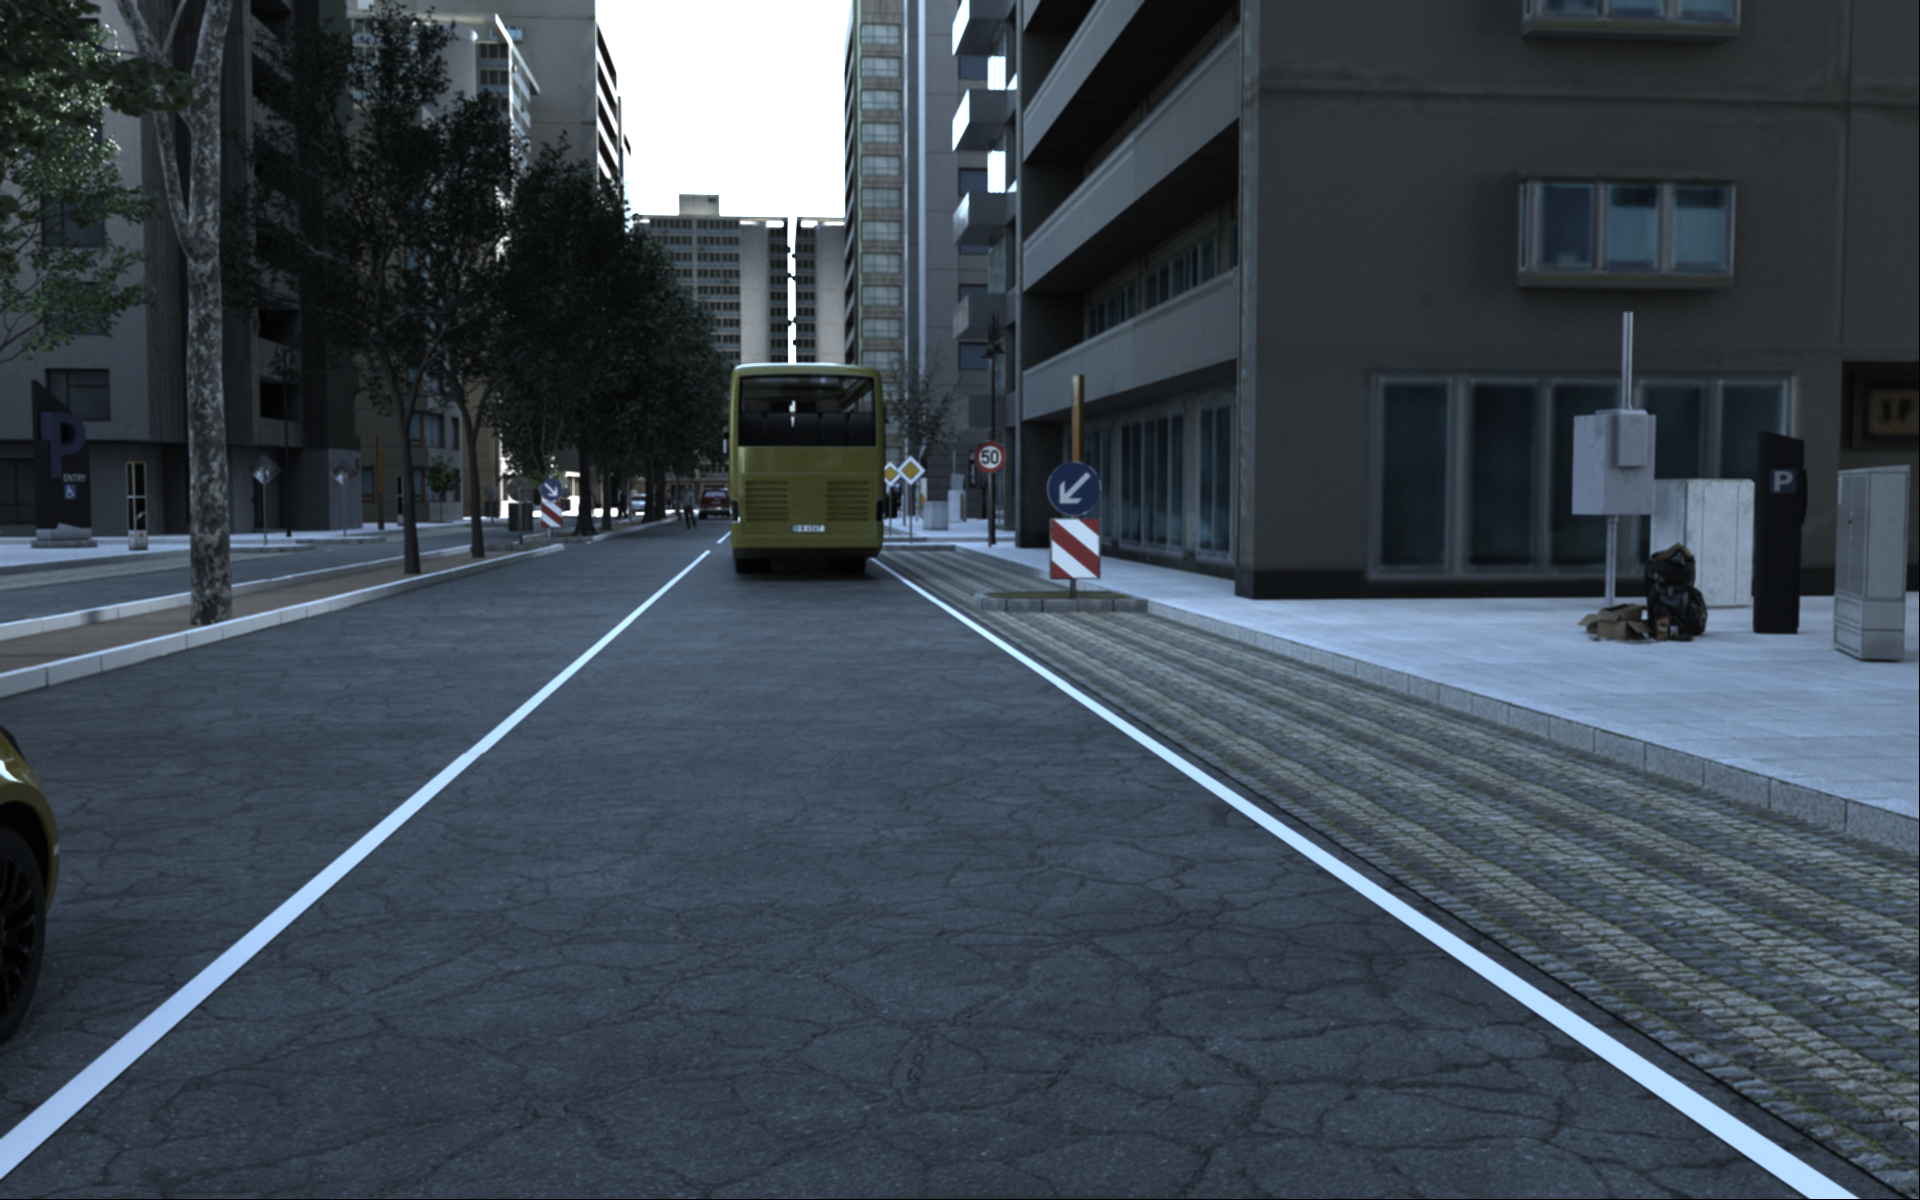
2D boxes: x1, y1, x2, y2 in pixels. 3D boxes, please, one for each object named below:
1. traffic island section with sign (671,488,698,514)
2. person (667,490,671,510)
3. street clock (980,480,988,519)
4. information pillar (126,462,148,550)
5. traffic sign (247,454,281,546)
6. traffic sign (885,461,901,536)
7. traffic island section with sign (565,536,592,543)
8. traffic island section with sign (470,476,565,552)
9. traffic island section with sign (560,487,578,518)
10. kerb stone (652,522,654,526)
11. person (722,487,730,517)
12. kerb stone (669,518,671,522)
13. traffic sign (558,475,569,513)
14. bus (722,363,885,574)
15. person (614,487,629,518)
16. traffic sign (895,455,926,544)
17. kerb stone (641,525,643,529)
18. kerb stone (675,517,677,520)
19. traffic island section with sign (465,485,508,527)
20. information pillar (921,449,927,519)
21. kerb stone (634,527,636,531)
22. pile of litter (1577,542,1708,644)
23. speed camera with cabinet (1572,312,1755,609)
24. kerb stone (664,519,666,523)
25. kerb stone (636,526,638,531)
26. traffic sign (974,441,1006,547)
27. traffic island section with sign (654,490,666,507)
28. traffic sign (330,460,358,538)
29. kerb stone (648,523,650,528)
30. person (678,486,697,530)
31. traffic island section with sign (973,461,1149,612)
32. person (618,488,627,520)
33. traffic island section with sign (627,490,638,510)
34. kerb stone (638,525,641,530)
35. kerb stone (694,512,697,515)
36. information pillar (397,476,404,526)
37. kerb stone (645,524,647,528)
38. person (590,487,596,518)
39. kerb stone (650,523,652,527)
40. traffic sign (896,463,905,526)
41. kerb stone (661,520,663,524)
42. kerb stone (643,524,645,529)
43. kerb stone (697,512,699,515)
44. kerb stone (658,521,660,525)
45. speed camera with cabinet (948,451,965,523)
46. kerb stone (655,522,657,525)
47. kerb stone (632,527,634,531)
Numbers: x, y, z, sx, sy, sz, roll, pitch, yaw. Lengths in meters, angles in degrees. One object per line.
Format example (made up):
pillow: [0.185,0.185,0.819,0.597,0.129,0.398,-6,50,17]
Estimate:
traffic island section with sign: [-19.979,-7.204,125.917,2.006,1.907,1.989,0,4,-6]
person: [-25.663,-8.833,152.929,0.705,1.823,1.348,-1,4,-11]
street clock: [1.237,-5.129,88.433,0.471,2.002,0.358,-2,4,-24]
information pillar: [-18.794,-2.145,39.559,0.304,2.012,0.304,3,4,37]
traffic sign: [-17.225,-2.401,42.900,0.795,2.450,0.064,0,4,-6]
traffic sign: [-2.117,-2.989,52.517,0.795,2.450,0.064,0,4,-6]
traffic island section with sign: [-11.990,-2.634,51.203,2.006,1.907,1.989,0,4,-6]
traffic island section with sign: [-11.213,-2.183,43.836,2.006,1.907,1.989,0,4,-6]
traffic island section with sign: [-23.257,-5.723,102.201,1.989,1.847,2.006,0,4,-6]
kerb stone: [-13.493,-3.233,75.093,0.120,0.150,1.000,0,4,-6]
person: [-14.504,-6.106,107.701,0.648,1.900,0.474,0,4,-1]
kerb stone: [-14.800,-3.984,87.326,0.120,0.150,1.000,0,4,-6]
traffic sign: [-26.891,-7.171,117.351,0.768,2.556,0.104,0,4,2]
bus: [-3.266,-2.605,34.144,2.896,3.916,12.252,0,4,-7]
person: [-20.001,-5.732,102.315,0.850,1.850,0.679,0,4,7]
traffic sign: [-1.269,-2.504,44.577,0.795,2.450,0.064,0,4,-6]
kerb stone: [-12.838,-2.858,68.987,0.120,0.150,1.000,0,4,-6]
kerb stone: [-15.348,-4.290,92.420,0.120,0.150,1.000,0,4,-6]
traffic island section with sign: [-20.386,-4.084,75.398,1.989,1.847,2.006,0,4,-6]
information pillar: [-1.863,-5.996,89.387,0.183,3.616,0.504,2,4,30]
kerb stone: [-12.523,-2.673,65.933,0.120,0.150,1.000,0,4,-6]
pile of litter: [6.120,-0.100,15.593,1.719,0.858,1.176,-3,5,-41]
speed camera with cabinet: [7.855,-1.528,19.319,2.038,3.252,0.660,-1,4,-18]
kerb stone: [-14.364,-3.732,83.250,0.120,0.150,1.000,0,4,-6]
kerb stone: [-12.632,-2.735,66.951,0.120,0.150,1.000,0,4,-6]
traffic sign: [0.727,-2.554,41.863,0.768,2.556,0.104,0,4,3]
traffic island section with sign: [-31.441,-10.416,178.923,1.989,1.847,2.006,0,4,-6]
traffic sign: [-18.073,-2.887,50.840,0.795,2.450,0.064,0,4,-6]
kerb stone: [-13.272,-3.111,73.056,0.120,0.150,1.000,0,4,-6]
person: [-11.050,-3.728,69.946,0.782,1.767,0.515,1,4,19]
traffic island section with sign: [1.201,-0.804,21.780,1.989,1.847,2.006,0,4,-6]
person: [-18.838,-5.375,96.799,0.576,1.772,0.534,1,4,17]
traffic island section with sign: [-28.578,-8.776,152.120,1.989,1.847,2.006,0,4,-6]
kerb stone: [-12.728,-2.800,67.968,0.120,0.150,1.000,0,4,-6]
kerb stone: [-17.854,-5.729,115.860,0.120,0.150,1.000,0,4,-6]
information pillar: [-22.285,-3.960,69.232,0.304,2.012,0.304,2,4,26]
kerb stone: [-13.056,-2.980,71.020,0.120,0.150,1.000,0,4,-6]
person: [-21.788,-5.732,102.093,0.818,1.842,0.514,0,4,2]
kerb stone: [-13.382,-3.168,74.073,0.120,0.150,1.000,0,4,-6]
traffic sign: [-2.239,-4.256,69.690,0.768,2.556,0.104,0,4,1]
kerb stone: [-14.151,-3.610,81.217,0.120,0.150,1.000,0,4,-6]
kerb stone: [-12.953,-2.924,70.002,0.120,0.150,1.000,0,4,-6]
kerb stone: [-18.611,-6.164,122.992,0.120,0.150,1.000,0,4,-6]
kerb stone: [-13.934,-3.486,79.184,0.120,0.150,1.000,0,4,-6]
speed camera with cabinet: [-0.148,-5.126,78.147,0.660,3.252,2.038,0,4,6]
kerb stone: [-13.714,-3.359,77.131,0.120,0.150,1.000,0,4,-6]
kerb stone: [-12.412,-2.613,64.917,0.120,0.150,1.000,0,4,-6]
